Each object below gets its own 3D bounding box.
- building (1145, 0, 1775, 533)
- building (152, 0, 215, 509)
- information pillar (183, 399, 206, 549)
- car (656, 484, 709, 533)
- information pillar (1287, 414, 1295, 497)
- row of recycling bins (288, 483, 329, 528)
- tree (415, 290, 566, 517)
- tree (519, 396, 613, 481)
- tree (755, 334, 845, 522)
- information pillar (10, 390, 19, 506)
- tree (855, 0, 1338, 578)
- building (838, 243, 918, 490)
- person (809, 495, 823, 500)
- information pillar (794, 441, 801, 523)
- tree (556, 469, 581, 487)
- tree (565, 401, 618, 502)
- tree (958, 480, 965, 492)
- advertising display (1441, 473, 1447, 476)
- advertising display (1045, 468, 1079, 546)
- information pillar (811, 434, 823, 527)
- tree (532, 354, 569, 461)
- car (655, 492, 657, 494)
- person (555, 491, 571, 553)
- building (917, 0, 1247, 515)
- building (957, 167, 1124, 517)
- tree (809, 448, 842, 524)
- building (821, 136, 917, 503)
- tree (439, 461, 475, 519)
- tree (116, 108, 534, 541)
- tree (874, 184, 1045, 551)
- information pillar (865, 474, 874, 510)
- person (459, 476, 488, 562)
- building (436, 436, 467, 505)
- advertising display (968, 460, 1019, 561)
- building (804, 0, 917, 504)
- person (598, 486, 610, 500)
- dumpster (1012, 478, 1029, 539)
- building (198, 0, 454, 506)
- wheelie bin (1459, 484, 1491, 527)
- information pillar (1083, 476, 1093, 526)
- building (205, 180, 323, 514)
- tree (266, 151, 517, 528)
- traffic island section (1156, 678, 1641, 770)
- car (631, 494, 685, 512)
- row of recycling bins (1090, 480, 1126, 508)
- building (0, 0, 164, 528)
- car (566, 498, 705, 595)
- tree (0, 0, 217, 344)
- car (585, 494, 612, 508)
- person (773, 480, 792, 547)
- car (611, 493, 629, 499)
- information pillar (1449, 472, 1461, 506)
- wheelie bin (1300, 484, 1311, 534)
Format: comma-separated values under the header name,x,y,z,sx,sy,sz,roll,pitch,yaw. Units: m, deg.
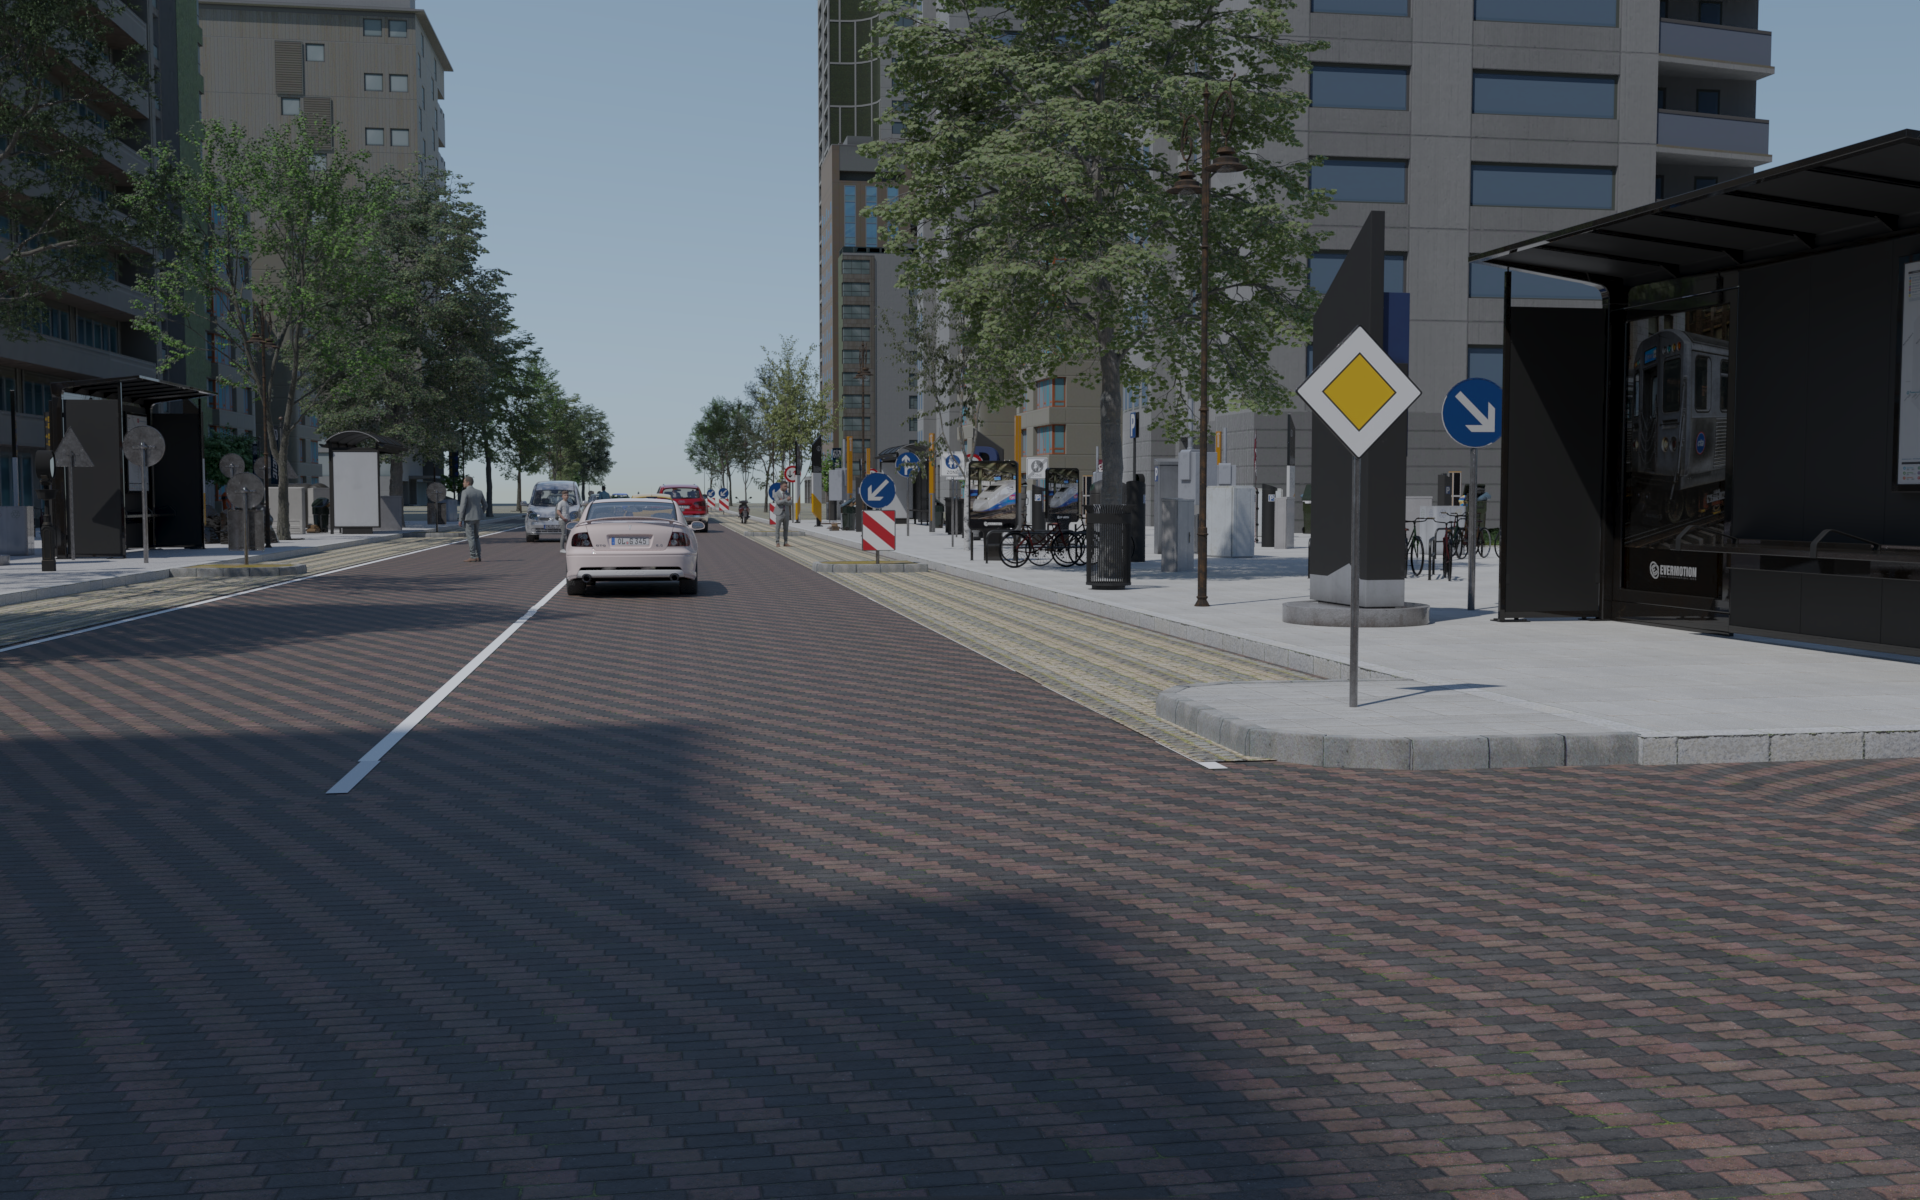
name,x,y,z,sx,sy,sz,roll,pitch,yaw
building,17.507,-32.310,70.262,21.231,58.520,28.212,-1,4,-10
building,-46.278,-24.554,85.057,14.154,41.232,14.086,-1,4,-10
information pillar,-17.936,-3.009,40.556,0.504,3.616,0.183,1,4,11
car,-10.693,-3.495,65.817,2.281,1.827,5.304,-1,4,-12
information pillar,9.709,-3.639,50.852,0.183,3.616,0.504,2,4,30
row of recycling bins,-24.890,-3.585,65.730,1.069,1.692,3.534,-3,5,-42
tree,-26.849,-10.932,96.867,7.486,12.596,7.792,0,3,0
tree,-37.290,-13.683,158.136,8.767,10.594,7.601,2,4,30
tree,-7.353,-7.883,79.245,4.737,8.622,4.395,0,3,0
information pillar,-21.463,-2.936,39.352,0.183,3.616,0.504,-2,4,-26
tree,1.901,-6.617,26.321,7.486,12.596,7.792,0,3,0
building,-7.499,-26.437,203.950,14.160,30.474,14.107,-1,4,-10
person,-13.786,-9.590,165.302,1.348,1.823,0.705,0,4,6
information pillar,-7.144,-5.193,76.254,0.183,3.616,0.504,1,4,13
tree,-41.114,-12.057,180.840,4.285,4.588,4.351,0,3,0
tree,-51.941,-20.304,238.629,9.857,13.997,8.962,0,3,0
tree,0.599,-5.478,84.166,1.663,3.219,1.824,0,3,0
advertising display,14.968,-2.961,53.632,0.123,1.923,0.974,1,4,12
advertising display,2.506,-2.281,42.515,0.974,1.923,0.123,-2,4,-34
information pillar,-5.611,-4.681,67.892,0.183,3.616,0.504,3,5,40
tree,-32.263,-12.300,126.854,9.928,11.665,9.643,0,3,0
car,-34.832,-11.560,198.601,1.945,1.707,3.694,-1,4,-12
person,-9.597,-1.899,42.147,0.523,1.515,0.503,-1,4,-13
building,7.207,-36.246,134.621,21.231,58.520,28.212,-1,4,-10
building,15.894,-16.090,108.112,27.650,21.520,28.899,-1,4,-10
tree,-5.668,-4.834,73.635,1.663,3.219,1.824,0,3,0
building,-9.816,-34.713,217.664,14.600,45.320,14.200,-1,4,-10
tree,-25.825,-5.733,88.334,1.663,3.219,1.824,0,3,0
tree,-18.871,-7.461,47.747,9.928,11.665,9.643,0,3,0
tree,0.114,-5.443,39.359,4.360,8.622,3.978,0,3,0
information pillar,-3.276,-3.521,62.063,0.304,2.012,0.304,-1,4,-20
person,-10.298,-1.711,36.569,0.391,1.810,0.635,2,4,24
building,-77.141,-31.790,211.646,32.217,40.220,23.993,-1,4,-10
advertising display,0.642,-1.716,33.277,0.974,1.923,0.123,1,4,16
building,-10.196,-48.697,234.440,20.563,71.187,20.611,-1,4,-10
person,-16.327,-4.344,79.538,0.620,1.820,0.660,3,5,39
dumpster,1.248,-2.729,50.370,1.264,1.857,1.865,-1,4,-10
building,-70.295,-36.522,186.368,28.713,52.752,27.495,-1,4,-10
wheelie bin,16.199,-2.844,54.405,0.980,1.594,0.693,0,3,0
information pillar,5.080,-3.941,68.924,0.304,2.012,0.304,-1,4,-20
building,-56.344,-15.942,105.692,27.650,21.520,28.899,-1,4,-10
tree,-21.544,-9.726,65.673,9.857,13.997,8.962,0,3,0
traffic island section,2.389,0.724,10.451,2.009,0.180,2.903,-1,4,-10
car,-9.288,-2.564,52.147,2.015,1.641,3.980,-1,4,-11
row of recycling bins,4.343,-2.636,50.218,1.069,1.692,3.534,1,4,9
building,-45.011,-27.030,65.650,21.300,48.544,21.600,-1,4,-10
car,-4.877,-0.833,25.987,2.083,1.381,4.827,-1,4,-9
tree,-14.281,-5.455,23.597,8.767,10.594,7.601,0,4,3
car,-21.909,-5.829,105.522,2.015,1.641,3.980,-1,4,-8
person,-4.753,-2.326,46.709,0.466,1.800,0.511,3,5,44
car,-25.877,-7.475,131.802,1.945,1.707,3.694,0,4,-8
information pillar,16.184,-3.192,56.685,0.304,2.012,0.304,-1,4,-11
wheelie bin,11.402,-2.925,55.734,0.980,1.594,0.693,3,4,37
